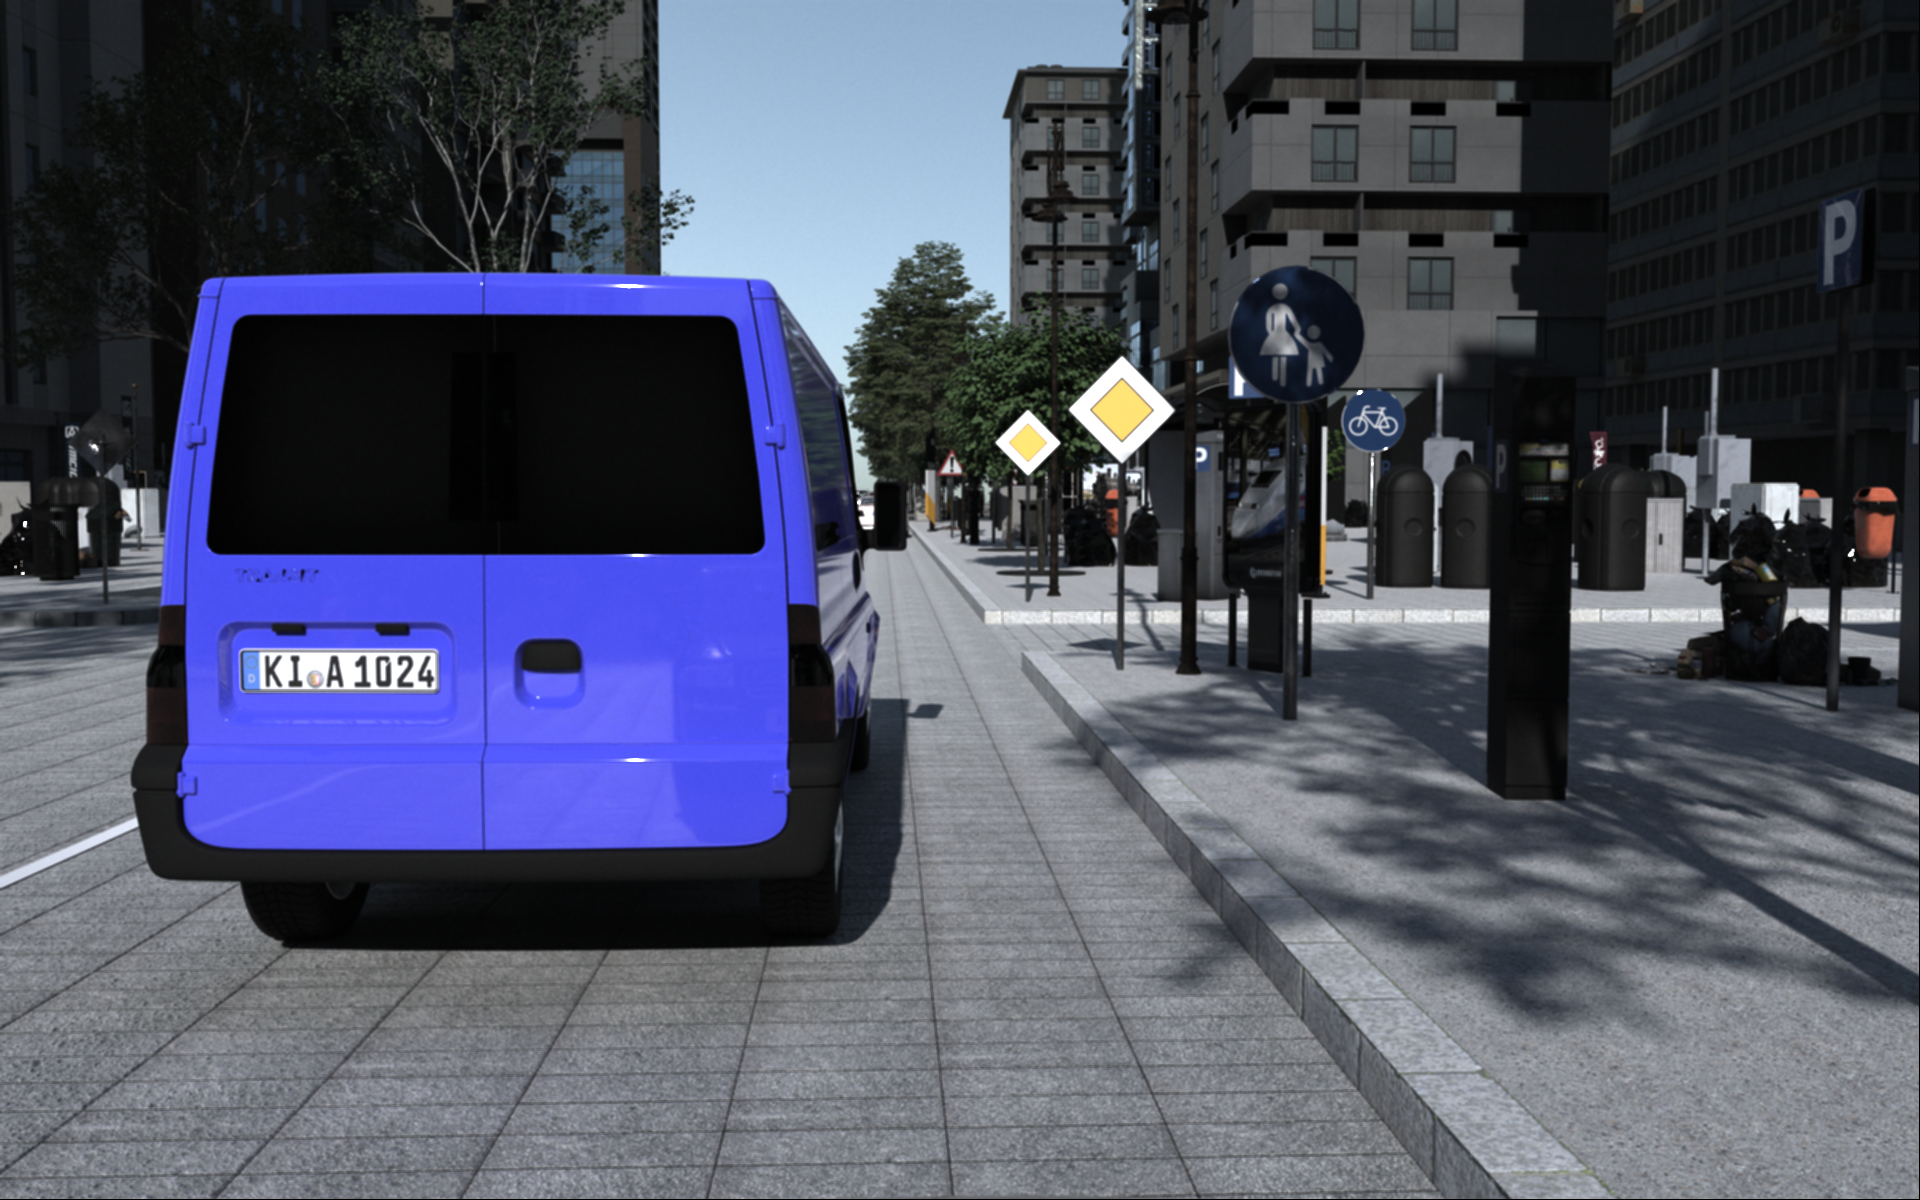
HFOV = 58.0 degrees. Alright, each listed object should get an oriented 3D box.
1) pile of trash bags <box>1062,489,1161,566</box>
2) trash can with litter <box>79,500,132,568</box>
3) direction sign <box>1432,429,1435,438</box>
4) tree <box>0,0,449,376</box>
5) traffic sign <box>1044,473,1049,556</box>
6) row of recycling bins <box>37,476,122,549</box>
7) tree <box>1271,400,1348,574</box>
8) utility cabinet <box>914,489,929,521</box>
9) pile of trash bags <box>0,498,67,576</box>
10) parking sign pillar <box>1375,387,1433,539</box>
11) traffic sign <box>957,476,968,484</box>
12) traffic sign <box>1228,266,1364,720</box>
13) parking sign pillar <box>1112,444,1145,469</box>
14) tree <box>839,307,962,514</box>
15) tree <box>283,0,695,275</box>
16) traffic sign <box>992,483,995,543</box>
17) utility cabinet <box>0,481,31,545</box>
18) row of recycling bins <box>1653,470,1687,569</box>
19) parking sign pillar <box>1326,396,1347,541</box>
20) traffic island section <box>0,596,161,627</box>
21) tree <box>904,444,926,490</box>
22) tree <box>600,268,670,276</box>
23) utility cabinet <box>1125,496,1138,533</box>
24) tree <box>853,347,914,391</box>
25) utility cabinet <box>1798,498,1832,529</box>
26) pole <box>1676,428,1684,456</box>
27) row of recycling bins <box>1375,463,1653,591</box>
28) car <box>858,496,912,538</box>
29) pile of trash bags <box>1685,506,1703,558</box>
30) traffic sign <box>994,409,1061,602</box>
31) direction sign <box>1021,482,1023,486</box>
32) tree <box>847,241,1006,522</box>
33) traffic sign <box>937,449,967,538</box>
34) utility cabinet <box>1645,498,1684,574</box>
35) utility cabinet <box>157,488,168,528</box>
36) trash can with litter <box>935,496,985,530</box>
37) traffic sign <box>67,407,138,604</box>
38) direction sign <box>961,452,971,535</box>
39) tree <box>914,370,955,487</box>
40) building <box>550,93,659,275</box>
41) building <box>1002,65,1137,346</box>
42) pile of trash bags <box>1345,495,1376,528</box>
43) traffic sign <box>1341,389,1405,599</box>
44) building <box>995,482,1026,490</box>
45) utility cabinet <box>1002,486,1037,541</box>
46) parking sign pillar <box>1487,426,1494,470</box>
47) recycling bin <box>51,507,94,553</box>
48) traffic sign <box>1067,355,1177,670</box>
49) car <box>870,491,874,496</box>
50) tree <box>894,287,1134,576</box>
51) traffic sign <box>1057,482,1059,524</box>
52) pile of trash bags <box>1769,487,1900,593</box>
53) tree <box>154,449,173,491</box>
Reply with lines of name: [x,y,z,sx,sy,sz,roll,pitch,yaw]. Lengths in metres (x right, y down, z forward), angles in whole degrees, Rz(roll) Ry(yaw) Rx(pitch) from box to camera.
pile of trash bags: [2.863,-1.375,32.241,1.912,1.369,3.447,0,4,5]
trash can with litter: [-15.067,-1.156,30.291,0.624,1.170,1.055,1,4,11]
direction sign: [16.165,-4.199,60.644,0.876,3.537,0.379,2,4,25]
tree: [-13.073,-5.857,30.179,7.601,10.594,8.767,0,4,8]
traffic sign: [1.786,-2.178,35.723,0.768,2.556,0.104,0,4,1]
row of recycling bins: [-21.075,-2.093,41.332,3.534,1.692,1.069,3,5,44]
tree: [5.367,-2.036,27.890,1.663,3.219,1.824,0,3,0]
utility cabinet: [-1.561,-4.470,81.757,1.173,1.500,0.318,-2,4,-25]
pile of trash bags: [-15.274,-1.062,27.112,1.912,1.369,3.447,-1,4,-10]
parking sign pillar: [11.171,-3.358,43.382,1.447,3.967,1.447,-2,4,-27]
traffic sign: [0.231,-5.208,85.256,0.768,2.556,0.104,0,4,2]
traffic sign: [1.878,-0.592,9.783,0.768,2.556,0.104,0,4,-2]
parking sign pillar: [6.621,-4.872,68.130,1.447,3.967,1.447,0,4,-4]
tree: [-2.765,-12.466,110.473,9.857,13.997,8.962,0,3,0]
tree: [-14.574,-12.161,54.721,12.611,20.169,13.585,0,3,0]
traffic sign: [0.878,-2.752,45.108,0.768,2.556,0.104,0,4,7]
utility cabinet: [-16.823,-1.312,30.133,1.173,1.500,0.318,-2,4,-29]
row of recycling bins: [12.025,-1.468,31.109,1.069,1.692,3.534,0,4,0]
parking sign pillar: [9.907,-3.611,47.512,1.447,3.967,1.447,-1,4,-22]
traffic island section: [-9.955,0.130,20.148,2.009,0.180,2.903,0,4,-3]
tree: [-2.692,-10.748,126.094,4.360,8.622,3.978,0,3,0]
tree: [-15.396,-9.457,80.377,9.928,11.665,9.643,0,3,0]
utility cabinet: [4.484,-2.145,46.232,0.306,1.237,1.020,0,4,-6]
tree: [-6.199,-21.951,214.790,12.611,20.169,13.585,0,3,0]
utility cabinet: [14.428,-1.119,29.456,0.306,1.237,1.020,0,4,-7]
pole: [22.312,-3.663,53.737,0.158,3.312,0.155,0,3,0]
row of recycling bins: [7.462,-1.008,23.599,3.534,1.692,1.069,1,4,18]
car: [-2.647,-2.788,57.946,2.083,1.381,4.827,0,4,-2]
pile of trash bags: [15.594,-1.478,33.913,1.912,1.369,3.447,-1,4,-11]
traffic sign: [0.803,-1.034,20.556,0.795,2.450,0.064,0,4,-3]
direction sign: [2.389,-4.556,66.484,0.379,3.537,0.876,-1,4,-9]
tree: [-1.447,-9.806,78.463,7.486,12.596,7.792,0,3,0]
traffic sign: [-0.232,-3.072,50.230,0.884,2.594,0.081,0,4,2]
utility cabinet: [11.228,-1.044,28.234,1.020,1.237,0.306,2,4,26]
utility cabinet: [-30.109,-3.447,65.044,0.318,1.500,1.173,2,4,29]
trash can with litter: [-0.132,-3.161,62.739,1.678,1.210,2.233,-1,4,-15]
traffic sign: [-9.931,-1.006,20.087,0.795,2.450,0.064,0,4,-3]
direction sign: [0.297,-3.809,54.267,0.379,3.537,0.876,2,4,33]
tree: [-1.397,-9.280,102.089,4.737,8.622,4.395,0,3,0]
building: [-42.241,-33.506,197.938,14.600,45.320,14.200,0,4,-3]
building: [20.449,-38.086,211.951,28.713,52.752,27.495,0,4,-3]
pile of trash bags: [14.510,-3.474,66.550,1.912,1.369,3.447,3,5,42]
traffic sign: [5.005,-1.282,21.061,0.768,2.556,0.104,0,4,2]
building: [19.110,-24.238,241.333,27.650,21.520,28.899,0,4,-3]
utility cabinet: [1.665,-2.355,47.184,1.173,1.500,0.318,3,5,44]
parking sign pillar: [15.418,-3.695,48.882,1.447,3.967,1.447,-1,4,-17]
recycling bin: [-16.847,-1.253,33.039,0.722,1.027,0.722,0,4,-5]
traffic sign: [1.167,-0.547,12.579,0.795,2.450,0.064,0,4,-3]
car: [-11.788,-14.320,242.806,2.281,1.827,5.304,0,4,-1]
tree: [1.367,-2.693,27.737,4.285,4.588,4.351,0,3,0]
traffic sign: [2.061,-2.249,36.770,0.884,2.594,0.081,0,4,4]
pile of trash bags: [11.928,-0.862,23.847,1.912,1.369,3.447,0,4,2]
tree: [-28.321,-4.198,63.245,1.663,3.219,1.824,0,3,0]
